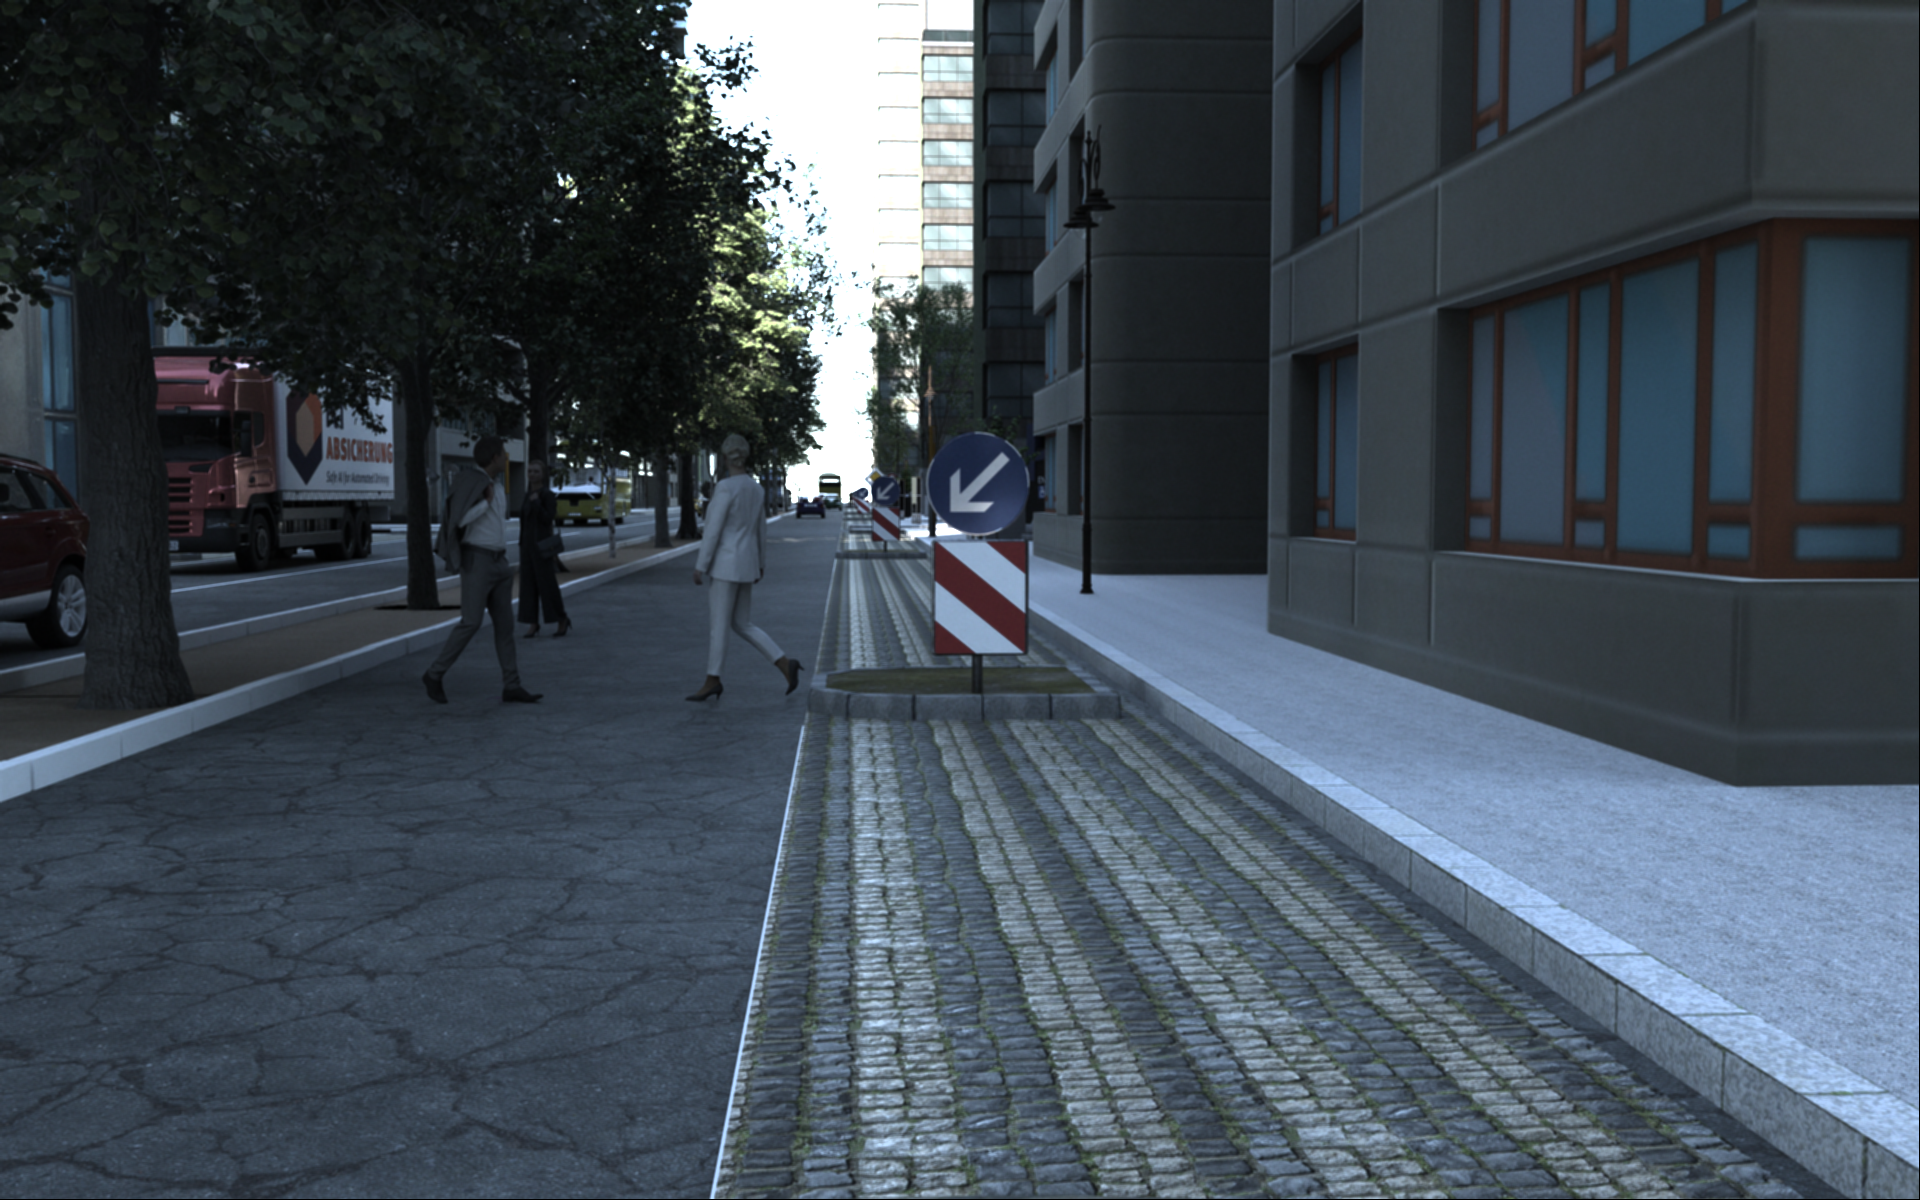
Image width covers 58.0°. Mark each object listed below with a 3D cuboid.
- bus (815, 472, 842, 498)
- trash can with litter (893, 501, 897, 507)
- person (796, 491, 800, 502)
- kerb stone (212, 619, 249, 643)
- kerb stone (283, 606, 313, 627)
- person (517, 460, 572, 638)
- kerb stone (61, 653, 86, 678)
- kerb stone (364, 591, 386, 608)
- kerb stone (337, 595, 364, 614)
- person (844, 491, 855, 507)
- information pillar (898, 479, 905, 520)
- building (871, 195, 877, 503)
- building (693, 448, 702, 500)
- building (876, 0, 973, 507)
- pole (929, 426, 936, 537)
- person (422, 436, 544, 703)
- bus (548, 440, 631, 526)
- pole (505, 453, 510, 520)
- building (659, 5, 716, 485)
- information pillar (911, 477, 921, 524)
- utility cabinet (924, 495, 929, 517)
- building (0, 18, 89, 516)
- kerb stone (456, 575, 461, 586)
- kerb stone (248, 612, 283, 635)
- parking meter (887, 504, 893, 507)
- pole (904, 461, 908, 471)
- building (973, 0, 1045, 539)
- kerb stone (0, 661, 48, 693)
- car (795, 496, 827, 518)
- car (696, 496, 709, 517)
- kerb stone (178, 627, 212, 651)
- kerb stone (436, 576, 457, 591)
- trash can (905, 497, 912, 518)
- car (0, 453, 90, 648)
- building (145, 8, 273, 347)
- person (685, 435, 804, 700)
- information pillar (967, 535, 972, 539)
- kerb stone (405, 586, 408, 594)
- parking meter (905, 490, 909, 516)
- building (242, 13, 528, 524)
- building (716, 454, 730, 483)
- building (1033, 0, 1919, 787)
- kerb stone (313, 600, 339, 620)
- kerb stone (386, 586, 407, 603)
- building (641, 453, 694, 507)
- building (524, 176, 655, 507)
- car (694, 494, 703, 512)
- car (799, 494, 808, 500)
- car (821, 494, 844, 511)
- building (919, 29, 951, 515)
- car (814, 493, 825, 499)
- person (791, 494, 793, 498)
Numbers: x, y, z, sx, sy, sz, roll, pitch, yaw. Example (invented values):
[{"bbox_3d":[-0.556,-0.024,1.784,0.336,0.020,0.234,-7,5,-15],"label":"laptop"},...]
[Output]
[{"bbox_3d":[-14.588,-12.309,192.798,2.896,3.916,12.252,0,4,-5],"label":"bus"},{"bbox_3d":[-4.462,-6.897,124.150,0.624,1.170,1.055,-2,4,-24],"label":"trash can with litter"},{"bbox_3d":[-22.231,-14.029,237.500,0.705,1.869,1.348,0,4,7],"label":"person"},{"bbox_3d":[-7.208,0.324,16.934,0.120,0.150,1.000,0,4,-4],"label":"kerb stone"},{"bbox_3d":[-7.335,0.198,18.979,0.120,0.150,1.000,0,4,-4],"label":"kerb stone"},{"bbox_3d":[-4.227,-0.520,17.421,0.576,1.772,0.534,1,4,19],"label":"person"},{"bbox_3d":[-7.010,0.509,13.874,0.120,0.150,1.000,0,4,-4],"label":"kerb stone"},{"bbox_3d":[-7.529,0.014,22.041,0.120,0.150,1.000,0,4,-4],"label":"kerb stone"},{"bbox_3d":[-7.464,0.072,21.019,0.120,0.150,1.000,0,4,-4],"label":"kerb stone"},{"bbox_3d":[-11.768,-10.835,185.788,1.348,1.807,0.705,-1,4,-23],"label":"person"},{"bbox_3d":[-2.939,-5.046,86.996,0.304,2.012,0.304,0,4,-6],"label":"information pillar"},{"bbox_3d":[-2.799,-39.264,265.662,21.300,48.544,21.600,0,4,-4],"label":"building"},{"bbox_3d":[-39.310,-32.285,211.448,14.154,41.232,14.086,0,4,-4],"label":"building"},{"bbox_3d":[0.398,-27.757,137.414,14.154,41.232,14.086,0,4,-4],"label":"building"},{"bbox_3d":[-0.825,-3.549,51.864,0.158,3.312,0.155,0,3,0],"label":"pole"},{"bbox_3d":[-3.295,-0.199,11.858,0.850,1.850,0.679,1,4,10],"label":"person"},{"bbox_3d":[-17.173,-5.443,80.539,2.896,3.916,12.252,0,4,-5],"label":"bus"},{"bbox_3d":[-22.273,-5.585,85.156,0.158,3.312,0.155,0,3,0],"label":"pole"},{"bbox_3d":[-45.400,-56.908,243.111,22.319,86.520,31.000,0,4,-4],"label":"building"},{"bbox_3d":[-1.882,-4.287,74.579,0.304,2.012,0.304,3,5,39],"label":"information pillar"},{"bbox_3d":[-1.849,-5.294,97.721,0.306,1.237,1.020,0,4,3],"label":"utility cabinet"},{"bbox_3d":[-36.699,-26.181,47.663,30.456,49.044,23.786,0,4,-4],"label":"building"},{"bbox_3d":[-7.864,-0.303,27.152,0.120,0.150,1.000,0,4,-4],"label":"kerb stone"},{"bbox_3d":[-7.268,0.259,17.958,0.120,0.150,1.000,0,4,-4],"label":"kerb stone"},{"bbox_3d":[-4.311,-5.974,106.081,0.372,1.533,0.369,0,3,0],"label":"parking meter"},{"bbox_3d":[-3.285,-6.839,105.653,0.158,3.312,0.155,0,3,0],"label":"pole"},{"bbox_3d":[7.280,-17.351,55.390,14.160,30.474,14.107,0,4,-4],"label":"building"},{"bbox_3d":[-6.935,0.572,12.848,0.120,0.150,1.000,0,4,-4],"label":"kerb stone"},{"bbox_3d":[-8.936,-5.573,103.703,1.945,1.354,3.894,0,4,-5],"label":"car"},{"bbox_3d":[-15.936,-6.199,111.584,2.015,1.641,3.980,0,4,-3],"label":"car"},{"bbox_3d":[-7.139,0.384,15.914,0.120,0.150,1.000,0,4,-4],"label":"kerb stone"},{"bbox_3d":[-7.796,-0.238,26.132,0.120,0.150,1.000,0,4,-4],"label":"kerb stone"},{"bbox_3d":[-2.932,-5.041,94.076,0.748,1.137,0.748,0,3,0],"label":"trash can"},{"bbox_3d":[-9.237,-0.366,14.665,2.281,1.827,5.304,0,4,-3],"label":"car"},{"bbox_3d":[-37.032,-30.319,115.319,23.786,49.044,30.456,0,4,-4],"label":"building"},{"bbox_3d":[-1.500,-0.222,12.004,0.818,1.842,0.514,0,4,5],"label":"person"},{"bbox_3d":[0.367,-2.465,44.787,0.304,2.012,0.304,2,4,28],"label":"information pillar"},{"bbox_3d":[-7.665,-0.116,24.086,0.120,0.150,1.000,0,4,-4],"label":"kerb stone"},{"bbox_3d":[-3.132,-5.646,100.726,0.372,1.533,0.369,0,3,0],"label":"parking meter"},{"bbox_3d":[-33.393,-28.002,81.534,21.300,48.544,21.600,0,4,-4],"label":"building"},{"bbox_3d":[-49.399,-26.344,275.763,27.650,21.520,28.899,0,4,-4],"label":"building"},{"bbox_3d":[16.262,-10.836,22.212,27.650,21.520,28.899,0,4,-4],"label":"building"},{"bbox_3d":[-7.407,0.138,19.998,0.120,0.150,1.000,0,4,-4],"label":"kerb stone"},{"bbox_3d":[-7.591,-0.045,23.067,0.120,0.150,1.000,0,4,-4],"label":"kerb stone"},{"bbox_3d":[-44.450,-21.112,190.221,27.650,21.520,28.899,0,4,-4],"label":"building"},{"bbox_3d":[-40.668,-32.974,158.736,23.786,49.044,30.456,0,4,-4],"label":"building"},{"bbox_3d":[-20.567,-7.994,140.931,2.015,1.641,3.980,0,4,-2],"label":"car"},{"bbox_3d":[-26.139,-16.998,289.912,2.014,1.417,4.499,0,4,-5],"label":"car"},{"bbox_3d":[-11.130,-8.460,150.126,2.131,1.459,4.920,0,4,-4],"label":"car"},{"bbox_3d":[4.282,-20.826,112.207,14.160,30.474,14.107,0,4,-4],"label":"building"},{"bbox_3d":[-13.180,-9.507,164.486,2.155,1.783,4.494,0,4,-5],"label":"car"},{"bbox_3d":[-28.934,-17.730,298.320,0.705,1.831,1.348,-1,4,-11],"label":"person"}]
